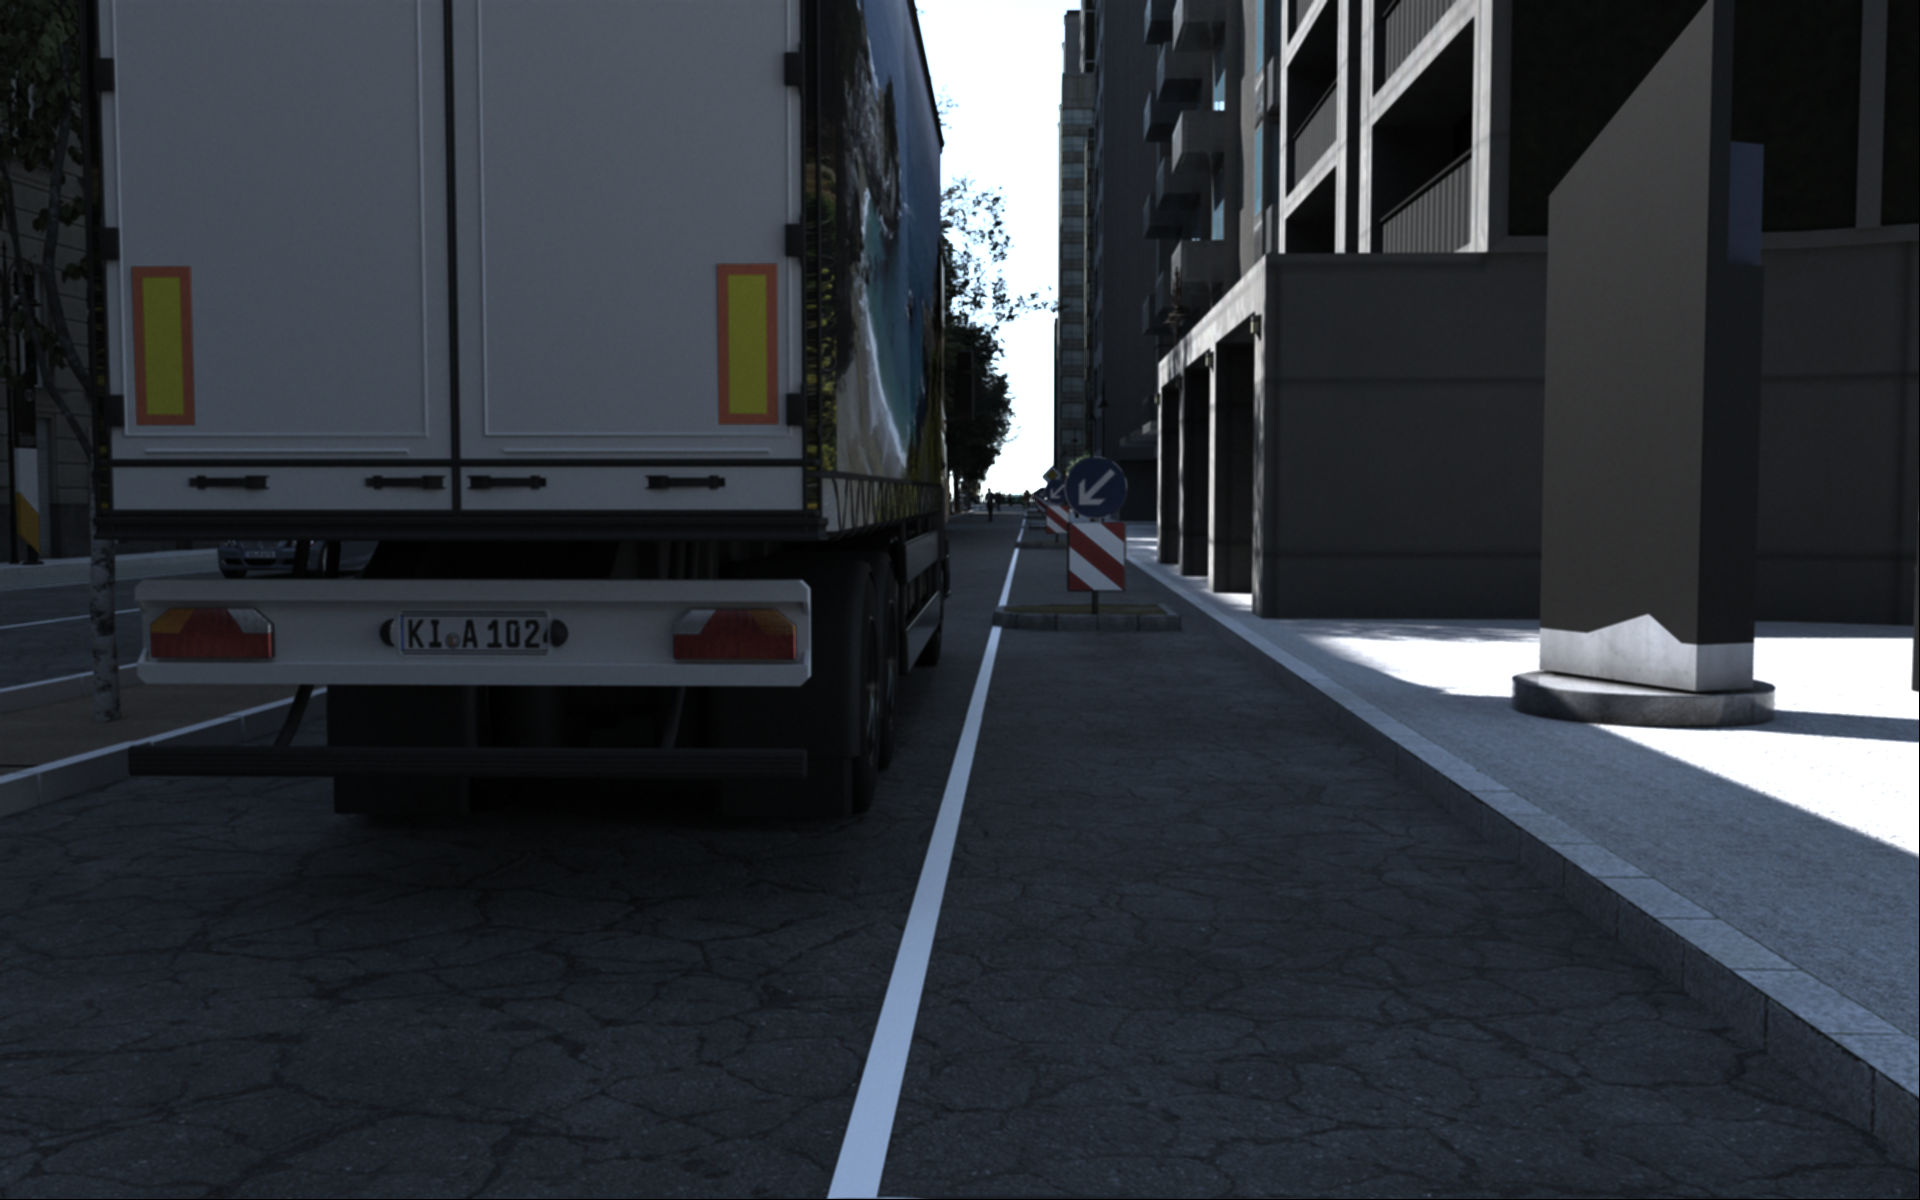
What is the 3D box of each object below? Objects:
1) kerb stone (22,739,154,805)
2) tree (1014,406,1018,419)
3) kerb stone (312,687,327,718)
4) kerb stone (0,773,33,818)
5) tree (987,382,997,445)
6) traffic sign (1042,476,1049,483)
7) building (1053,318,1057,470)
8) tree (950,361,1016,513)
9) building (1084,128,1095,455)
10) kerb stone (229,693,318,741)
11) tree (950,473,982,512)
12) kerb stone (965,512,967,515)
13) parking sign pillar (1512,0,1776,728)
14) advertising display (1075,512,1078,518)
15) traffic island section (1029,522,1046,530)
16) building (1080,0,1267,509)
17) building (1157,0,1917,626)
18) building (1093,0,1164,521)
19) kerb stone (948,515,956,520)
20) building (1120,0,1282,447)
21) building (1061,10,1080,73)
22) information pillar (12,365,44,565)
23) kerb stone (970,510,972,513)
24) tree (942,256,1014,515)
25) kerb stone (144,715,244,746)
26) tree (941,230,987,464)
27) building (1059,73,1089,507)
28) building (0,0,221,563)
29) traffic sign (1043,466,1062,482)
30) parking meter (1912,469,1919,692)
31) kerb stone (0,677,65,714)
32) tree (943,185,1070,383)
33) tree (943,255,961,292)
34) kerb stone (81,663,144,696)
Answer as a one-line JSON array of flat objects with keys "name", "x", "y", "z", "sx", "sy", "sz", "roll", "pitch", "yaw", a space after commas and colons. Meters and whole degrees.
[{"name": "kerb stone", "x": -4.276, "y": 0.839, "z": 8.483, "sx": 0.120, "sy": 0.150, "sz": 1.000, "roll": 0, "pitch": 4, "yaw": 2}, {"name": "tree", "x": -0.858, "y": -12.156, "z": 118.221, "sx": 9.611, "sy": 12.733, "sz": 9.660, "roll": 0, "pitch": 3, "yaw": 0}, {"name": "kerb stone", "x": -4.154, "y": 0.650, "z": 11.562, "sx": 0.120, "sy": 0.150, "sz": 1.000, "roll": 0, "pitch": 4, "yaw": 2}, {"name": "kerb stone", "x": -4.318, "y": 0.901, "z": 7.460, "sx": 0.120, "sy": 0.150, "sz": 1.000, "roll": 0, "pitch": 4, "yaw": 2}, {"name": "tree", "x": -1.832, "y": -10.663, "z": 94.918, "sx": 7.486, "sy": 12.596, "sz": 7.792, "roll": 0, "pitch": 3, "yaw": 0}, {"name": "traffic sign", "x": 4.112, "y": -4.676, "z": 78.635, "sx": 0.795, "sy": 2.593, "sz": 0.064, "roll": 0, "pitch": 4, "yaw": 2}, {"name": "building", "x": 22.197, "y": -31.198, "z": 281.790, "sx": 14.160, "sy": 30.474, "sz": 14.107, "roll": 0, "pitch": 4, "yaw": 2}, {"name": "tree", "x": -0.209, "y": -13.413, "z": 128.411, "sx": 9.857, "sy": 13.997, "sz": 8.962, "roll": 0, "pitch": 3, "yaw": 0}, {"name": "building", "x": 16.988, "y": -22.498, "z": 139.547, "sx": 14.160, "sy": 30.474, "sz": 14.107, "roll": 0, "pitch": 4, "yaw": 2}, {"name": "kerb stone", "x": -4.189, "y": 0.716, "z": 10.540, "sx": 0.120, "sy": 0.150, "sz": 1.000, "roll": 0, "pitch": 4, "yaw": 2}, {"name": "tree", "x": 0.188, "y": -11.461, "z": 140.214, "sx": 4.360, "sy": 8.622, "sz": 3.978, "roll": 0, "pitch": 3, "yaw": 0}, {"name": "kerb stone", "x": 0.202, "y": -5.834, "z": 117.588, "sx": 0.120, "sy": 0.150, "sz": 1.000, "roll": 0, "pitch": 4, "yaw": 2}, {"name": "parking sign pillar", "x": 4.009, "y": -1.322, "z": 10.093, "sx": 1.447, "sy": 3.967, "sz": 1.447, "roll": -1, "pitch": 4, "yaw": -21}, {"name": "advertising display", "x": 6.289, "y": -5.385, "z": 93.264, "sx": 0.123, "sy": 1.923, "sz": 0.974, "roll": 0, "pitch": 4, "yaw": -5}, {"name": "traffic island section", "x": 3.809, "y": -2.964, "z": 70.739, "sx": 2.009, "sy": 0.180, "sz": 2.903, "roll": 0, "pitch": 4, "yaw": 2}, {"name": "building", "x": 21.260, "y": -45.861, "z": 188.079, "sx": 20.563, "sy": 71.187, "sz": 20.611, "roll": 0, "pitch": 4, "yaw": 2}, {"name": "building", "x": 13.484, "y": -35.566, "z": 19.758, "sx": 20.563, "sy": 71.187, "sz": 20.611, "roll": 0, "pitch": 4, "yaw": 2}, {"name": "building", "x": 13.591, "y": -24.426, "z": 82.952, "sx": 14.086, "sy": 41.232, "sz": 14.154, "roll": 0, "pitch": 4, "yaw": 2}, {"name": "kerb stone", "x": -0.469, "y": -4.824, "z": 101.166, "sx": 0.120, "sy": 0.150, "sz": 1.000, "roll": 0, "pitch": 4, "yaw": 2}, {"name": "building", "x": 17.439, "y": -26.554, "z": 53.771, "sx": 23.786, "sy": 49.044, "sz": 30.456, "roll": 0, "pitch": 4, "yaw": 2}, {"name": "building", "x": 23.039, "y": -41.074, "z": 213.566, "sx": 21.231, "sy": 58.520, "sz": 28.212, "roll": 0, "pitch": 4, "yaw": 2}, {"name": "information pillar", "x": -16.856, "y": -2.442, "z": 31.279, "sx": 0.183, "sy": 3.616, "sz": 0.504, "roll": 1, "pitch": 4, "yaw": 10}, {"name": "kerb stone", "x": 0.582, "y": -6.398, "z": 126.809, "sx": 0.120, "sy": 0.150, "sz": 1.000, "roll": 0, "pitch": 4, "yaw": 2}, {"name": "tree", "x": -2.921, "y": -9.009, "z": 66.770, "sx": 9.611, "sy": 12.733, "sz": 9.660, "roll": 0, "pitch": 3, "yaw": 0}, {"name": "kerb stone", "x": -4.233, "y": 0.784, "z": 9.513, "sx": 0.120, "sy": 0.150, "sz": 1.000, "roll": 0, "pitch": 4, "yaw": 2}, {"name": "tree", "x": -3.181, "y": -8.413, "z": 58.145, "sx": 7.486, "sy": 12.596, "sz": 7.792, "roll": 0, "pitch": 3, "yaw": 0}, {"name": "building", "x": 16.916, "y": -29.848, "z": 171.601, "sx": 14.154, "sy": 41.232, "sz": 14.086, "roll": 0, "pitch": 4, "yaw": 2}, {"name": "building", "x": -23.260, "y": -14.738, "z": 38.227, "sx": 12.463, "sy": 27.353, "sz": 25.104, "roll": 0, "pitch": 4, "yaw": 2}, {"name": "traffic sign", "x": 3.785, "y": -4.188, "z": 70.657, "sx": 0.795, "sy": 2.593, "sz": 0.064, "roll": 0, "pitch": 4, "yaw": 2}, {"name": "parking meter", "x": 6.391, "y": -0.171, "z": 11.200, "sx": 0.372, "sy": 1.533, "sz": 0.369, "roll": 0, "pitch": 3, "yaw": 0}, {"name": "kerb stone", "x": -6.248, "y": 0.644, "z": 11.660, "sx": 0.120, "sy": 0.150, "sz": 1.000, "roll": 0, "pitch": 4, "yaw": 2}, {"name": "tree", "x": -0.118, "y": -15.108, "z": 105.360, "sx": 12.611, "sy": 20.169, "sz": 13.585, "roll": 0, "pitch": 3, "yaw": 0}, {"name": "tree", "x": -4.146, "y": -6.435, "z": 42.074, "sx": 8.767, "sy": 10.594, "sz": 7.601, "roll": 0, "pitch": 4, "yaw": 2}, {"name": "kerb stone", "x": -6.211, "y": 0.581, "z": 12.695, "sx": 0.120, "sy": 0.150, "sz": 1.000, "roll": 0, "pitch": 4, "yaw": 2}]
